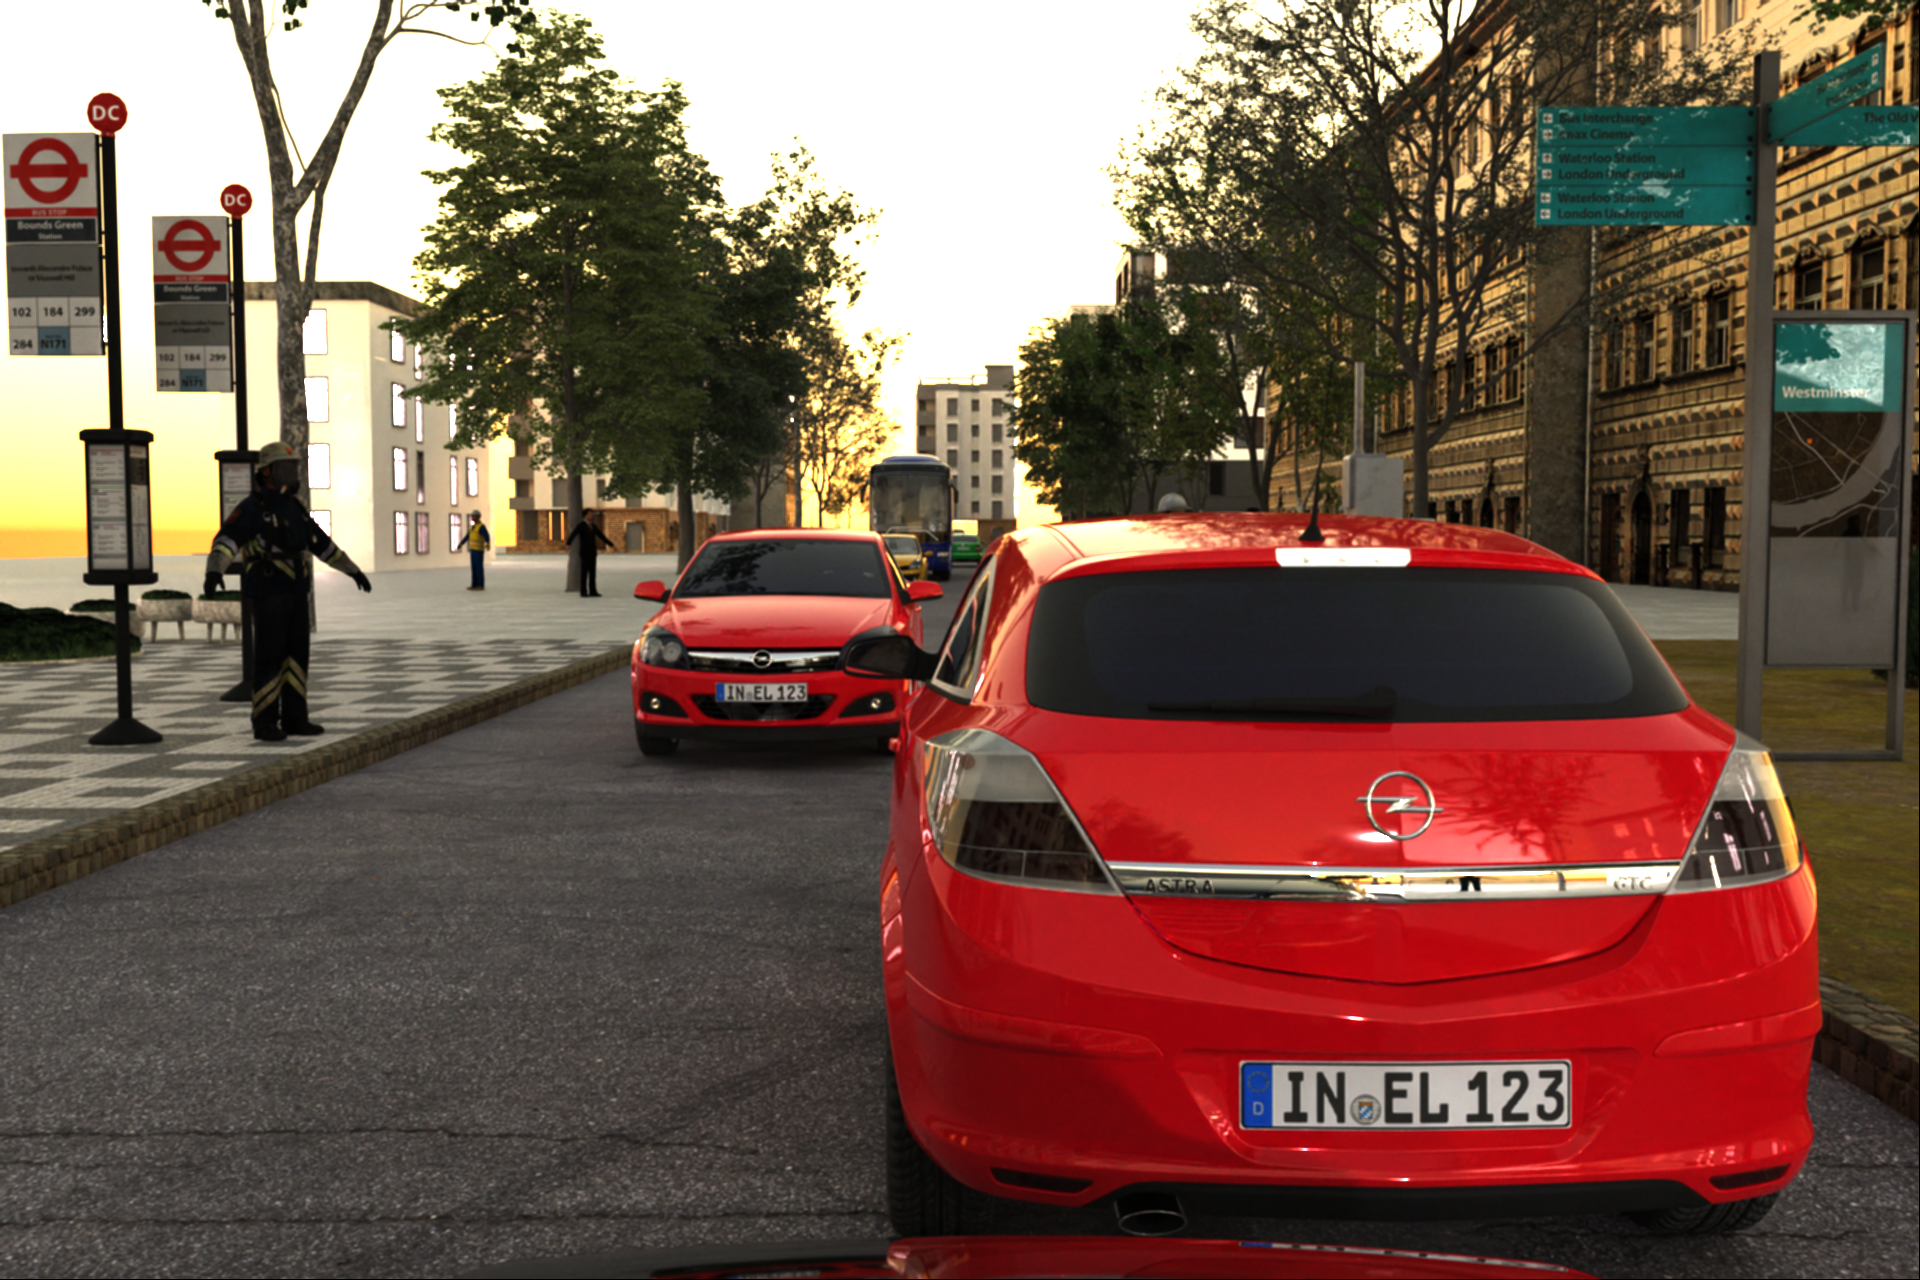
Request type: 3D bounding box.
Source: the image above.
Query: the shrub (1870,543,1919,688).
[{"bbox_3d":[8.032,-0.207,14.499,1.383,1.207,1.383,0,3,0],"label":"shrub"}]

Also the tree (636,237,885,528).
[{"bbox_3d":[-8.135,-9.756,69.885,12.009,13.543,11.850,0,3,0],"label":"tree"}]

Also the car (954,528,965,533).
[{"bbox_3d":[-0.498,-5.995,106.692,2.281,1.827,5.304,0,4,-1],"label":"car"}]

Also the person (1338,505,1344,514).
[{"bbox_3d":[7.379,-1.685,33.404,0.705,1.847,1.347,0,4,8],"label":"person"}]

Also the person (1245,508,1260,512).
[{"bbox_3d":[6.024,-1.817,35.850,1.345,1.843,0.704,-3,5,-42],"label":"person"}]

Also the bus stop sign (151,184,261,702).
[{"bbox_3d":[-5.733,-1.505,13.304,0.855,3.939,0.416,0,4,-1],"label":"bus stop sign"}]

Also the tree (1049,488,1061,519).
[{"bbox_3d":[12.496,-14.988,195.421,4.360,8.622,3.978,0,3,0],"label":"tree"}]

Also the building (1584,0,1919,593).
[{"bbox_3d":[26.064,-12.606,37.038,19.493,23.208,18.063,0,4,1],"label":"building"}]

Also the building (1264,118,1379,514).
[{"bbox_3d":[24.204,-14.957,75.482,19.493,23.208,18.063,0,3,0],"label":"building"}]

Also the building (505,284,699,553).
[{"bbox_3d":[-25.216,-16.125,120.069,16.016,20.090,11.380,0,4,1],"label":"building"}]

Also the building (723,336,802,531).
[{"bbox_3d":[-25.576,-20.705,169.458,19.493,23.208,18.063,0,4,-1],"label":"building"}]

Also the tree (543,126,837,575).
[{"bbox_3d":[-8.656,-9.042,54.495,9.857,13.997,8.962,0,3,0],"label":"tree"}]

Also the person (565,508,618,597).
[{"bbox_3d":[-7.571,-1.785,35.374,0.705,1.806,1.347,3,4,37],"label":"person"}]

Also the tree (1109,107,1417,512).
[{"bbox_3d":[7.499,-7.166,42.924,9.928,11.665,9.643,0,3,0],"label":"tree"}]

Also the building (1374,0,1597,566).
[{"bbox_3d":[24.738,-13.728,55.378,19.493,23.208,18.063,0,4,1],"label":"building"}]

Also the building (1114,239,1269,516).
[{"bbox_3d":[25.890,-17.894,136.535,27.936,21.610,32.646,0,4,0],"label":"building"}]

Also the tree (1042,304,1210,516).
[{"bbox_3d":[7.488,-9.302,77.840,9.928,11.665,9.643,0,3,0],"label":"tree"}]

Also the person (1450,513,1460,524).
[{"bbox_3d":[10.702,-1.866,37.228,0.721,1.740,1.216,-2,4,-34],"label":"person"}]

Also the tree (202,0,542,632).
[{"bbox_3d":[-7.334,-10.120,21.345,12.611,20.169,13.585,0,3,0],"label":"tree"}]

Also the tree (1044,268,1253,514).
[{"bbox_3d":[6.647,-7.791,61.791,8.767,10.594,7.601,2,4,25],"label":"tree"}]

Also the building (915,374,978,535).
[{"bbox_3d":[-4.692,-20.687,197.112,11.380,20.090,16.016,0,4,-5],"label":"building"}]

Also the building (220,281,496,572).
[{"bbox_3d":[-23.847,-7.921,71.661,9.099,9.664,28.070,0,4,1],"label":"building"}]

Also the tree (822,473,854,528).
[{"bbox_3d":[-14.030,-15.218,199.183,4.737,8.622,4.395,0,3,0],"label":"tree"}]

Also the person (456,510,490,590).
[{"bbox_3d":[-11.108,-2.064,39.719,1.349,1.833,0.705,3,5,44],"label":"person"}]

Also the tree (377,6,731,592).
[{"bbox_3d":[-8.852,-7.356,38.394,7.486,12.596,7.792,0,3,0],"label":"tree"}]

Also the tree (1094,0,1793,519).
[{"bbox_3d":[7.136,-7.085,26.204,12.009,13.543,11.850,0,3,0],"label":"tree"}]

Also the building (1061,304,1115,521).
[{"bbox_3d":[23.774,-19.977,170.597,27.936,21.610,32.646,0,3,0],"label":"building"}]

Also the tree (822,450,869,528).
[{"bbox_3d":[-12.038,-15.725,191.521,7.601,10.594,8.767,0,4,-8],"label":"tree"}]

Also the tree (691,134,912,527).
[{"bbox_3d":[-8.733,-14.009,84.936,12.611,20.169,13.585,0,3,0],"label":"tree"}]

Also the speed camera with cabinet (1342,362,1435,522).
[{"bbox_3d":[4.788,-1.529,19.333,0.660,3.252,2.038,0,4,0],"label":"speed camera with cabinet"}]

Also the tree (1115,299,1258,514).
[{"bbox_3d":[7.157,-6.255,52.629,4.737,8.622,4.395,0,3,0],"label":"tree"}]

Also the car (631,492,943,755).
[{"bbox_3d":[-1.197,-0.216,12.569,2.155,1.783,4.494,0,3,0],"label":"car"}]

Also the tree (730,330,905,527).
[{"bbox_3d":[-8.021,-11.609,100.173,12.009,13.543,11.850,0,3,0],"label":"tree"}]

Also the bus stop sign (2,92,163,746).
[{"bbox_3d":[-5.372,-1.338,10.583,0.855,3.939,0.416,0,4,1],"label":"bus stop sign"}]

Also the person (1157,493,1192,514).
[{"bbox_3d":[1.873,-0.344,14.547,0.721,1.772,1.216,-1,4,-15],"label":"person"}]

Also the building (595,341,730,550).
[{"bbox_3d":[-25.671,-17.524,142.936,16.016,20.090,11.380,0,4,0],"label":"building"}]

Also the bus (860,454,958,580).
[{"bbox_3d":[-1.488,-3.991,56.807,2.896,3.916,12.251,0,3,0],"label":"bus"}]

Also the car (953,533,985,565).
[{"bbox_3d":[0.146,-4.127,76.273,1.959,1.807,4.718,0,4,0],"label":"car"}]

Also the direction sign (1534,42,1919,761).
[{"bbox_3d":[4.468,-1.248,9.168,2.525,3.948,1.411,0,4,1],"label":"direction sign"}]

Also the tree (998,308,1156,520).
[{"bbox_3d":[6.931,-11.665,97.386,9.857,13.997,8.962,0,3,0],"label":"tree"}]

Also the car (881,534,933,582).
[{"bbox_3d":[-1.670,-2.014,43.150,2.015,1.641,3.980,0,4,0],"label":"car"}]

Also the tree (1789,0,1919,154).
[{"bbox_3d":[11.175,-5.453,14.916,9.928,11.665,9.643,0,3,0],"label":"tree"}]

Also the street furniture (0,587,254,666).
[{"bbox_3d":[-12.845,-0.287,20.322,10.072,0.657,5.734,2,4,28],"label":"street furniture"}]

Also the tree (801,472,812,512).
[{"bbox_3d":[-18.122,-14.943,194.680,4.360,8.622,3.978,0,3,0],"label":"tree"}]

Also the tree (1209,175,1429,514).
[{"bbox_3d":[7.231,-5.202,35.416,4.737,8.622,4.395,0,3,0],"label":"tree"}]

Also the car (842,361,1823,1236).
[{"bbox_3d":[0.710,0.245,5.032,2.155,1.783,4.494,0,4,-1],"label":"car"}]

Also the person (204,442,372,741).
[{"bbox_3d":[-4.255,-0.312,10.885,0.705,1.856,1.354,1,4,23],"label":"person"}]
